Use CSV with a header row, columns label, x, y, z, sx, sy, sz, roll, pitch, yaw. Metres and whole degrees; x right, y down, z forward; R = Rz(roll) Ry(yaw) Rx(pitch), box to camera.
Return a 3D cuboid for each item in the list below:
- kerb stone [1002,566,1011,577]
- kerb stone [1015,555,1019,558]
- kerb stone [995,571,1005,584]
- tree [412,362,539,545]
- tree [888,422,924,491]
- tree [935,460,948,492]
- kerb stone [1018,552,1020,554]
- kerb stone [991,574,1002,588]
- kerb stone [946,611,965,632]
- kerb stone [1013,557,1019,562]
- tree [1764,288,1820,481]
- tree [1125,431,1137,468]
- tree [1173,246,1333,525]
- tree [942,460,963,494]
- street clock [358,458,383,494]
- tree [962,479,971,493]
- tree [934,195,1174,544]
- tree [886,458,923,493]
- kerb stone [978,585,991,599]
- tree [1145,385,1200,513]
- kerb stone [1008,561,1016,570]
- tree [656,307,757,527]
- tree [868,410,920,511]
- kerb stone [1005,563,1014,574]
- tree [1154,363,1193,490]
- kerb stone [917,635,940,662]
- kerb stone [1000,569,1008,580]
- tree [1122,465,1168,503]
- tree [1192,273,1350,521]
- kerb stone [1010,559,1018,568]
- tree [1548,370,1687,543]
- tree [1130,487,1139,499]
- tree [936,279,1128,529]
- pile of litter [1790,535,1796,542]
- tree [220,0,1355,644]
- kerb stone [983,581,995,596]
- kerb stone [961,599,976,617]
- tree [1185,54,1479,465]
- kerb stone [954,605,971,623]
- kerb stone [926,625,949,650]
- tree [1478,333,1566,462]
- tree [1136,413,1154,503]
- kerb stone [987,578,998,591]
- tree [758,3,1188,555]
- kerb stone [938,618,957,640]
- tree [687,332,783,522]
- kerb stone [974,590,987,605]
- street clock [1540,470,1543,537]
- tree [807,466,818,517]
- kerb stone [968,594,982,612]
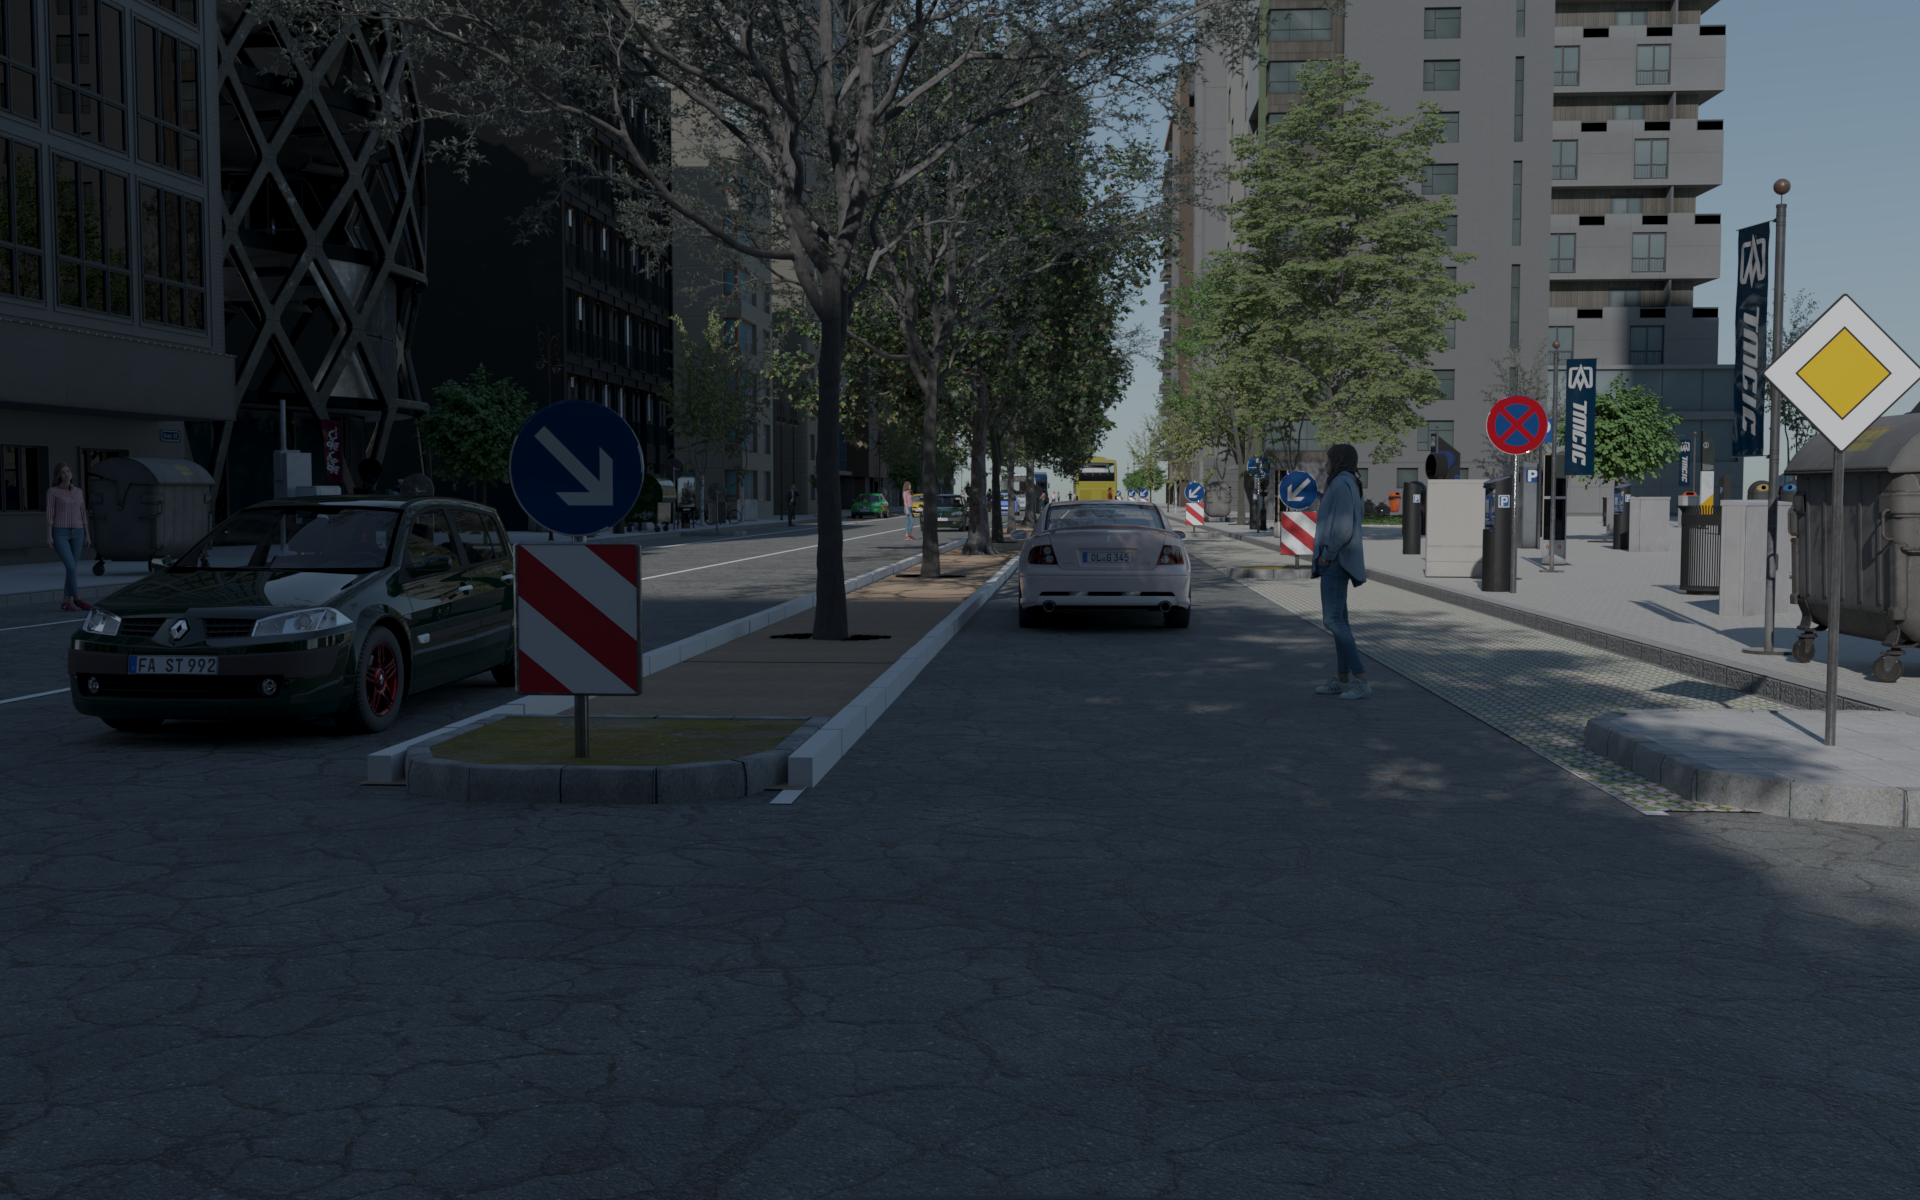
label,x,y,z,sx,sy,sz,roll,pitch,yaw
kerb stone,0.745,-0.438,29.356,0.120,0.150,1.000,0,4,4
kerb stone,1.109,-0.751,34.476,0.120,0.150,1.000,0,4,4
kerb stone,0.594,-0.313,27.311,0.120,0.150,1.000,0,4,4
tree,-11.945,-3.648,43.361,4.285,4.588,4.351,0,3,0
tree,-3.332,-14.926,162.161,7.486,12.596,7.792,0,3,0
tree,-2.678,-14.147,181.659,4.360,8.622,3.978,0,3,0
kerb stone,1.257,-0.875,36.520,0.120,0.150,1.000,0,4,4
kerb stone,0.515,-0.251,26.292,0.120,0.150,1.000,0,4,4
kerb stone,-0.073,0.248,18.136,0.120,0.150,1.000,0,4,4
kerb stone,1.026,-0.689,33.454,0.120,0.150,1.000,0,4,4
tree,29.763,-6.791,61.399,4.360,8.622,3.978,0,3,0
tree,16.986,-12.459,154.065,4.737,8.622,4.395,0,3,0
tree,11.790,-8.928,71.724,9.928,11.665,9.643,0,3,0
tree,-1.223,-15.120,197.581,4.737,8.622,4.395,0,3,0
street clock,-11.815,-1.845,34.735,0.471,2.002,0.358,-1,4,-18
tree,1.060,-13.815,220.470,1.663,3.219,1.824,0,3,0
tree,0.989,-7.457,50.139,9.928,11.665,9.643,0,3,0
tree,-4.658,-10.071,148.381,4.285,4.588,4.351,0,3,0
kerb stone,0.291,-0.061,23.235,0.120,0.150,1.000,0,4,4
tree,14.477,-10.129,115.964,4.360,8.622,3.978,0,3,0
kerb stone,0.887,-0.564,31.410,0.120,0.150,1.000,0,4,4
tree,-10.144,-7.210,68.250,4.737,8.622,4.395,0,3,0
tree,-5.211,-11.107,131.956,4.737,8.622,4.395,0,3,0
kerb stone,0.815,-0.501,30.385,0.120,0.150,1.000,0,4,4
tree,12.609,-8.083,82.524,4.737,8.622,4.395,0,3,0
kerb stone,-0.302,0.440,15.070,0.120,0.150,1.000,0,4,4
kerb stone,0.659,-0.375,28.331,0.120,0.150,1.000,0,4,4
tree,20.523,-13.098,197.871,4.285,4.588,4.351,0,3,0
tree,10.157,-6.308,53.493,4.737,8.622,4.395,0,3,0
kerb stone,0.954,-0.626,32.430,0.120,0.150,1.000,0,4,4
tree,17.468,-3.816,46.106,4.285,4.588,4.351,0,3,0
tree,20.696,-12.688,202.043,1.663,3.219,1.824,0,3,0
tree,2.973,-9.194,70.906,7.486,12.596,7.792,0,3,0
pile of litter,21.934,-1.996,46.600,1.719,0.858,1.176,0,4,1
tree,-1.295,-6.358,16.787,12.009,13.543,11.850,0,3,0
kerb stone,0.370,-0.126,24.254,0.120,0.150,1.000,0,4,4
kerb stone,0.069,0.125,20.176,0.120,0.150,1.000,0,4,4
tree,9.902,-7.817,45.939,7.486,12.596,7.792,0,3,0
kerb stone,-0.002,0.186,19.157,0.120,0.150,1.000,0,4,4
kerb stone,-0.229,0.373,16.089,0.120,0.150,1.000,0,4,4
tree,26.215,-7.933,80.068,4.360,8.622,3.978,0,3,0
tree,12.583,-8.779,93.901,4.737,8.622,4.395,0,3,0
kerb stone,0.435,-0.186,25.274,0.120,0.150,1.000,0,4,4
tree,0.439,-7.389,40.269,9.611,12.733,9.660,0,3,0
kerb stone,-0.154,0.311,17.116,0.120,0.150,1.000,0,4,4
tree,-10.051,-7.800,77.890,4.360,8.622,3.978,0,3,0
kerb stone,0.219,0.005,22.216,0.120,0.150,1.000,0,4,4
street clock,17.253,-2.862,51.357,0.358,2.002,0.471,-1,4,-17
tree,-7.739,-6.398,99.212,1.663,3.219,1.824,0,3,0
kerb stone,0.150,0.061,21.195,0.120,0.150,1.000,0,4,4
